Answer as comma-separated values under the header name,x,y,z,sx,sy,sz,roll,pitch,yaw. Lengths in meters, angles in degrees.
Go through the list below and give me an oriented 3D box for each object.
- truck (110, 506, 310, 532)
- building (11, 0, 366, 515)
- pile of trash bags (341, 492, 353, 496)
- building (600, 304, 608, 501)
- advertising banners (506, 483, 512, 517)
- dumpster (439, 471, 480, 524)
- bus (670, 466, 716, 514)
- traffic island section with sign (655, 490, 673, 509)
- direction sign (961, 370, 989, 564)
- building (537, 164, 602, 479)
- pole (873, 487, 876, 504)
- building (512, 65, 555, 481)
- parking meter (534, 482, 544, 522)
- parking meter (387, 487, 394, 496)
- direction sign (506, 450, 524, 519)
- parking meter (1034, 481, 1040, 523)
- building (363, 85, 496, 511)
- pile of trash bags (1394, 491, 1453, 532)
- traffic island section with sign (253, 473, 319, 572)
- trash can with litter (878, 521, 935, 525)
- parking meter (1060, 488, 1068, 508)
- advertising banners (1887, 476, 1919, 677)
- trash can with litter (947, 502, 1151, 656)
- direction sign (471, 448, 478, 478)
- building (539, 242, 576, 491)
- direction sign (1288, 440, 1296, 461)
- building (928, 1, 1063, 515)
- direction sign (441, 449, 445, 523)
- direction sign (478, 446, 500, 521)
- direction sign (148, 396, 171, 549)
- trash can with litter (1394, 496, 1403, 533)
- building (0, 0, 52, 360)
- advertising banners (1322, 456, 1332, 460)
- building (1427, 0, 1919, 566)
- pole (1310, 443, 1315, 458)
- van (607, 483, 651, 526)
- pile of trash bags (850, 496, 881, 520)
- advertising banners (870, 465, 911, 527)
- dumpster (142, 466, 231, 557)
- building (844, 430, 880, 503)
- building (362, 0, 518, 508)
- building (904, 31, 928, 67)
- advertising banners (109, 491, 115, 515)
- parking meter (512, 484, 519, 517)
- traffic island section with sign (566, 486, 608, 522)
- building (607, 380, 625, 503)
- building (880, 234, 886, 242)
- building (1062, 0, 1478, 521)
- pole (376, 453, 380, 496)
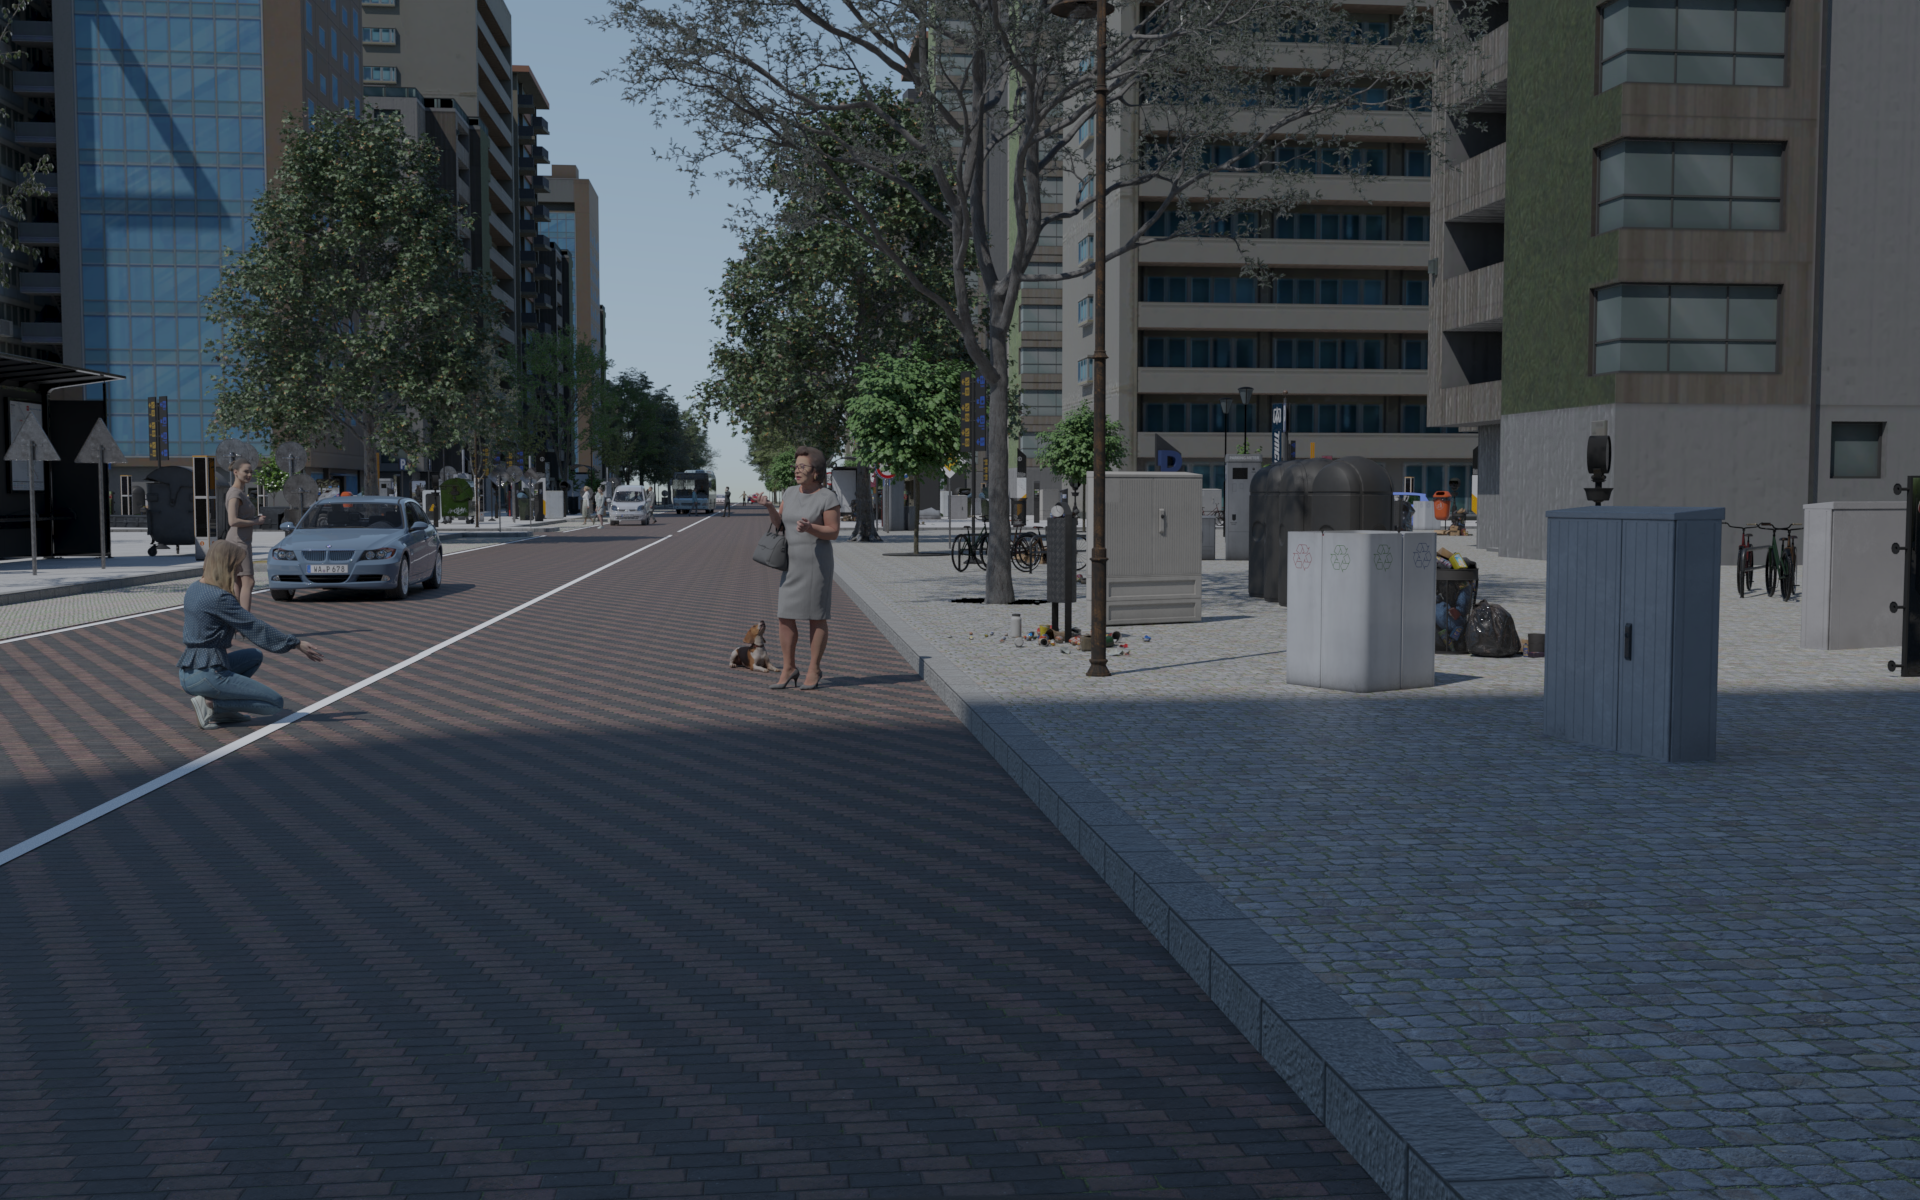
name,x,y,z,sx,sy,sz,roll,pitch,yaw
truck,-29.792,-4.346,60.823,18.799,4.110,2.967,0,4,-5
building,-41.251,-27.185,94.582,14.600,45.320,14.200,0,4,-7
pile of trash bags,-25.099,-3.842,72.577,1.912,1.369,3.447,0,4,2
building,-59.316,-29.449,253.196,14.160,30.474,14.107,0,4,-7
advertising banners,-25.424,-6.213,97.777,0.090,3.025,2.074,-1,4,-23
dumpster,-21.462,-4.383,74.156,1.502,2.255,1.985,0,4,-6
bus,-19.718,-8.202,128.965,2.948,3.499,13.247,0,4,-6
traffic island section with sign,-28.025,-9.552,164.802,1.989,1.847,2.006,0,4,-7
direction sign,0.247,-2.433,31.769,0.379,3.537,0.876,-2,4,-30
building,-57.233,-36.003,238.763,14.600,45.320,14.200,0,4,-7
pole,-4.443,-5.937,90.908,0.158,3.312,0.155,0,3,0
building,-52.988,-31.730,173.403,22.147,44.769,28.867,0,4,-7
parking meter,-19.713,-4.607,81.038,0.255,1.863,0.399,2,4,26
parking meter,-21.291,-3.460,64.985,0.372,1.533,0.369,0,3,0
direction sign,-22.639,-5.879,88.112,0.876,3.537,0.379,-2,4,-23
parking meter,3.397,-4.337,76.617,0.255,1.863,0.399,0,4,4
building,-42.229,-21.673,126.050,14.160,30.474,14.107,0,4,-7
pile of trash bags,14.284,-2.831,56.041,3.447,1.369,1.912,3,5,40
traffic island section with sign,-12.502,-1.469,32.644,1.989,1.847,2.006,0,4,-7
trash can with litter,-2.170,-3.741,72.228,2.233,1.210,1.678,1,4,21
parking meter,4.499,-4.078,75.084,0.372,1.533,0.369,0,3,0
advertising banners,7.545,-0.979,12.189,2.074,3.025,0.090,-1,4,-8
trash can with litter,0.851,-0.225,14.733,1.678,1.210,2.233,-1,4,-10
direction sign,-23.519,-5.673,84.758,0.379,3.537,0.876,3,5,44
building,-51.393,-25.928,195.620,14.160,30.474,14.107,0,4,-7
direction sign,13.855,-4.948,72.891,0.379,3.537,0.876,3,5,44
building,4.421,-27.420,131.909,14.154,41.232,14.086,0,4,-7
direction sign,-22.535,-5.118,75.681,0.379,3.537,0.876,-1,4,-18
direction sign,-22.239,-5.517,82.202,0.876,3.537,0.379,-2,4,-34
direction sign,-18.609,-2.952,40.268,0.876,3.537,0.379,3,4,39
trash can with litter,12.928,-2.456,51.209,1.678,1.210,2.233,0,4,1
building,-60.115,-24.199,87.535,23.993,40.220,32.217,0,4,-7
advertising banners,17.288,-5.023,78.309,2.074,3.025,0.090,3,4,38
building,17.762,-16.256,37.482,14.160,30.474,14.107,0,4,-7
pole,13.956,-4.575,68.652,0.158,3.312,0.155,0,3,0
van,-15.248,-4.462,79.959,2.013,2.044,4.112,0,4,-8
pile of trash bags,-4.594,-4.727,87.032,1.912,1.369,3.447,-1,4,-19
advertising banners,-2.823,-4.357,67.429,2.074,3.025,0.090,2,4,28
dumpster,-16.185,-1.866,36.274,1.264,1.857,1.865,0,4,-7
building,-3.371,-25.714,265.456,27.650,21.520,28.899,0,4,-7
building,-50.410,-32.074,148.119,21.300,48.544,21.600,0,4,-7
building,5.894,-31.222,165.102,22.147,44.769,28.867,0,4,-7
advertising banners,-38.645,-5.004,78.005,2.074,3.025,0.090,3,4,36
parking meter,-24.635,-5.524,96.029,0.255,1.863,0.399,1,4,18
traffic island section with sign,-19.059,-4.887,88.536,1.989,1.847,2.006,0,4,-7
building,-68.259,-26.253,274.269,27.650,21.520,28.899,0,4,-7
building,1.588,-33.003,194.226,22.147,44.769,28.867,0,4,-7
building,16.544,-28.572,90.859,21.600,48.544,21.300,0,4,-7
pole,-28.782,-5.611,85.577,0.158,3.312,0.155,0,3,0
